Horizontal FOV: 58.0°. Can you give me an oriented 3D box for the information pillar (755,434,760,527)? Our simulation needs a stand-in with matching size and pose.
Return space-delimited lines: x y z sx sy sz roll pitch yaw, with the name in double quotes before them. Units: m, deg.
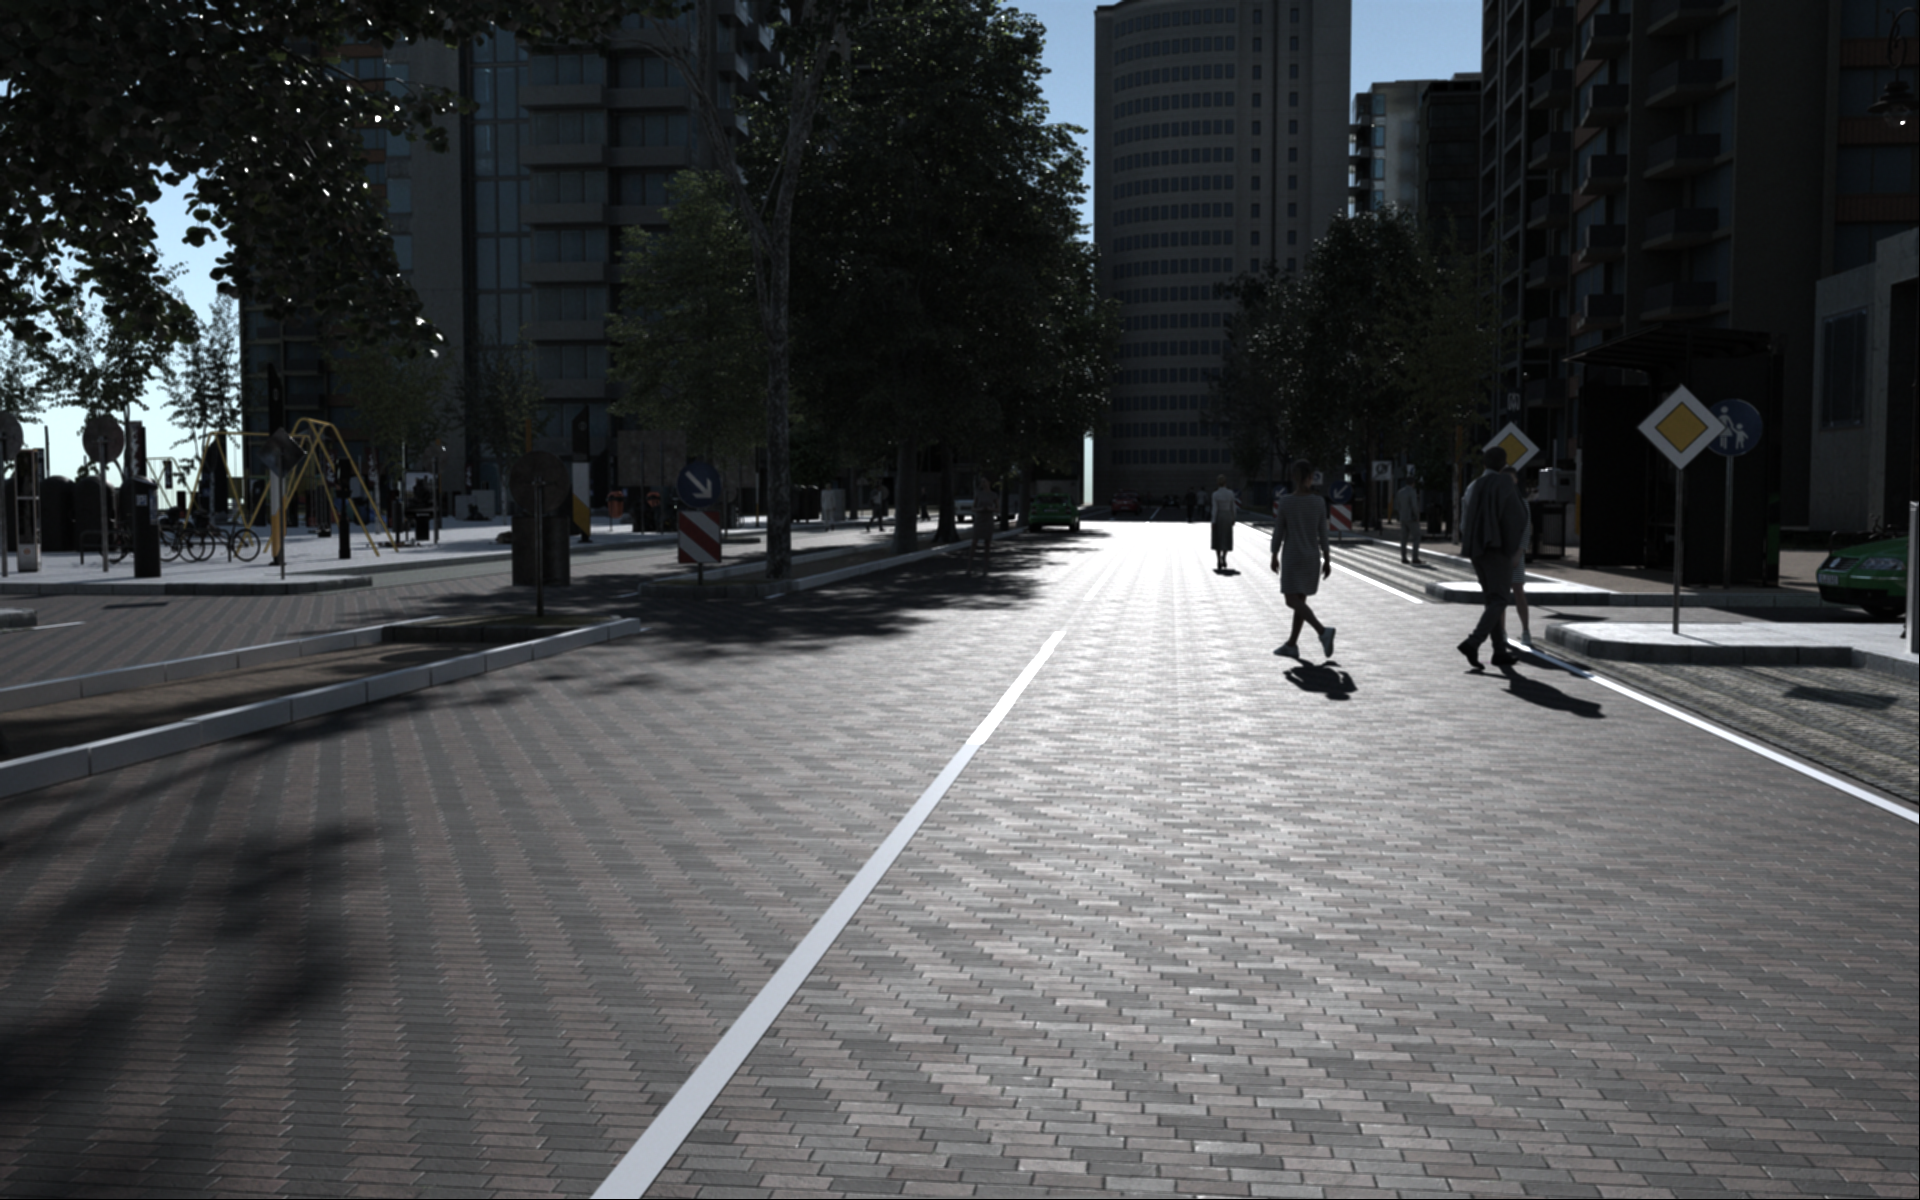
"information pillar" -7.926 -4.671 67.727 0.183 3.616 0.504 0 4 -5

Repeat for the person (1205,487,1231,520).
"person" 14.113 -5.214 93.971 1.509 1.804 0.699 1 4 14

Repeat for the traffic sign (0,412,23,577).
"traffic sign" -14.809 -1.631 26.776 0.768 2.556 0.104 1 4 14

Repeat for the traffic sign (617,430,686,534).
"traffic sign" -9.833 -3.754 55.251 2.265 3.308 0.079 1 4 9

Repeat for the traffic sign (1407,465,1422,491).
"traffic sign" 15.703 -3.523 59.733 0.606 2.300 0.079 1 4 16

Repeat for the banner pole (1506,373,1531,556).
"banner pole" 11.562 -2.807 35.912 0.863 3.779 0.401 -2 4 -34

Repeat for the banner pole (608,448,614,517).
"banner pole" -19.215 -6.441 95.331 0.401 3.779 0.863 1 4 13

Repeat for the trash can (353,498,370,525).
"trash can" -24.679 -3.656 71.437 0.748 1.137 0.748 0 3 0

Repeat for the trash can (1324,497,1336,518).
"trash can" 19.935 -4.985 93.152 0.748 1.137 0.748 0 3 0

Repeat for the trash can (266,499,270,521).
"trash can" -31.413 -4.133 79.228 0.748 1.137 0.748 0 3 0

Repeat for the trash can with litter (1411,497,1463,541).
"trash can with litter" 13.281 -2.254 47.904 2.233 1.210 1.678 -2 4 -24

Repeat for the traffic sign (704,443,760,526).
"traffic sign" -9.068 -4.585 68.831 2.265 3.308 0.079 1 4 11

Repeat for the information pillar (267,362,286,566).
"information pillar" -12.264 -2.431 31.097 0.183 3.616 0.504 0 4 0

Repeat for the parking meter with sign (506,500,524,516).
"parking meter with sign" -26.194 -6.540 103.185 0.543 3.016 1.738 3 4 38

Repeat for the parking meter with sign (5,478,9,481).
"parking meter with sign" -46.490 -5.379 84.211 1.738 3.016 0.543 0 4 -7

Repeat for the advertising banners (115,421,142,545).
"advertising banners" -20.343 -2.788 41.776 2.074 3.025 0.090 2 4 30

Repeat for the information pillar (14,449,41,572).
"information pillar" -15.362 -1.471 28.537 0.304 2.012 0.304 -1 4 -17

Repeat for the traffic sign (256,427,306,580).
"traffic sign" -10.170 -1.365 25.957 0.795 2.450 0.064 0 4 7

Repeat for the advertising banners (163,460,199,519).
"advertising banners" -40.612 -5.760 90.369 0.090 3.025 2.074 2 4 34

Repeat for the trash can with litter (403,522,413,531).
"trash can with litter" -19.115 -3.016 60.694 1.055 1.170 0.624 -1 4 -20

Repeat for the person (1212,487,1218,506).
"person" 14.225 -5.353 96.252 0.478 1.798 0.641 3 5 43

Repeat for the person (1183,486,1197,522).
"person" 11.681 -4.862 87.767 0.659 1.850 0.755 1 4 19

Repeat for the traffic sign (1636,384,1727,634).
"traffic sign" 6.579 -0.748 15.867 0.795 2.450 0.064 0 4 7

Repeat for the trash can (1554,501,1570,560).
"trash can" 11.548 -1.363 33.945 0.748 1.137 0.748 0 3 0

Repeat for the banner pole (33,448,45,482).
"banner pole" -44.056 -5.703 83.254 0.863 3.779 0.401 -1 4 -22

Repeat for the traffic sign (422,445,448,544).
"traffic sign" -13.551 -2.727 44.690 0.768 2.556 0.104 1 4 17

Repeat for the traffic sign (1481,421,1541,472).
"traffic sign" 7.542 -1.232 23.794 0.795 2.450 0.064 0 4 7

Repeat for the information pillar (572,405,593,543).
"information pillar" -9.968 -3.319 45.627 0.504 3.616 0.183 1 4 19

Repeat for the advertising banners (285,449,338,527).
"advertising banners" -25.151 -4.338 67.122 2.074 3.025 0.090 -1 4 -13

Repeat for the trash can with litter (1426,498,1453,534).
"trash can with litter" 15.633 -2.737 56.133 1.055 1.170 0.624 1 4 18

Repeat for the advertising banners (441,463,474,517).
"advertising banners" -28.132 -6.147 96.698 2.074 3.025 0.090 -2 4 -34

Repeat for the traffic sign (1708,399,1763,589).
"traffic sign" 10.351 -1.419 23.308 0.768 2.556 0.104 1 4 15

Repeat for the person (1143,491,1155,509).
"person" 18.358 -9.736 168.408 1.217 1.743 0.721 0 4 -2

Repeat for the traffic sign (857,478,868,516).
"traffic sign" -5.699 -6.164 100.782 0.884 2.594 0.081 1 4 9

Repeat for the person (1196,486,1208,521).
"person" 12.743 -5.079 91.381 0.661 1.843 0.795 1 4 22

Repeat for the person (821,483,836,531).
"person" -5.009 -3.529 66.077 0.514 1.842 0.818 -1 4 -16

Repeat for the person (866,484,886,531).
"person" -3.235 -3.533 66.357 0.850 1.850 0.679 2 4 27

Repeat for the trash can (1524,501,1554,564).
"trash can" 10.412 -1.255 32.174 0.748 1.137 0.748 0 3 0

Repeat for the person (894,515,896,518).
"person" -2.338 -3.806 71.089 0.694 1.780 0.624 -2 4 -24

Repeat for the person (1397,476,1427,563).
"person" 9.268 -1.658 35.704 0.391 1.810 0.635 -2 4 -34

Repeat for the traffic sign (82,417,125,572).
"traffic sign" -14.098 -1.737 28.508 0.768 2.556 0.104 1 4 10

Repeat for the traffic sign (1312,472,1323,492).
"traffic sign" 16.116 -4.668 78.449 0.606 2.300 0.079 1 4 12

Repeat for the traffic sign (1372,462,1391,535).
"traffic sign" 13.023 -3.144 53.536 0.606 2.300 0.079 1 4 8

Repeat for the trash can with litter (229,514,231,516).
"trash can with litter" -40.926 -5.141 95.110 2.233 1.210 1.678 0 4 6

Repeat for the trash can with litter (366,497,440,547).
"trash can with litter" -13.699 -1.921 42.461 1.678 1.210 2.233 -1 4 -21

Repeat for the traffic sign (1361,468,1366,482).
"traffic sign" 19.192 -4.958 81.161 0.768 2.556 0.104 1 4 11

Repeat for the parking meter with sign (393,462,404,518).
"parking meter with sign" -30.253 -5.981 94.054 0.543 3.016 1.738 -2 4 -31

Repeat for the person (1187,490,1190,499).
"person" 21.170 -9.277 160.199 0.705 1.821 1.348 2 4 28

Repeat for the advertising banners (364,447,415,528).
"advertising banners" -21.315 -4.221 65.204 2.074 3.025 0.090 -2 4 -26

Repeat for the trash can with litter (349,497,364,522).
"trash can with litter" -27.800 -4.156 79.343 1.055 1.170 0.624 2 4 28

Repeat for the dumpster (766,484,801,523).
"dumpster" -7.958 -4.426 78.121 1.264 1.857 1.865 0 4 7

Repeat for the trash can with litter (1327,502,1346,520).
"trash can with litter" 19.133 -4.584 86.006 1.678 1.210 2.233 -1 4 -18

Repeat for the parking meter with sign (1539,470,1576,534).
"parking meter with sign" 19.622 -3.658 56.070 1.738 3.016 0.543 1 4 15
